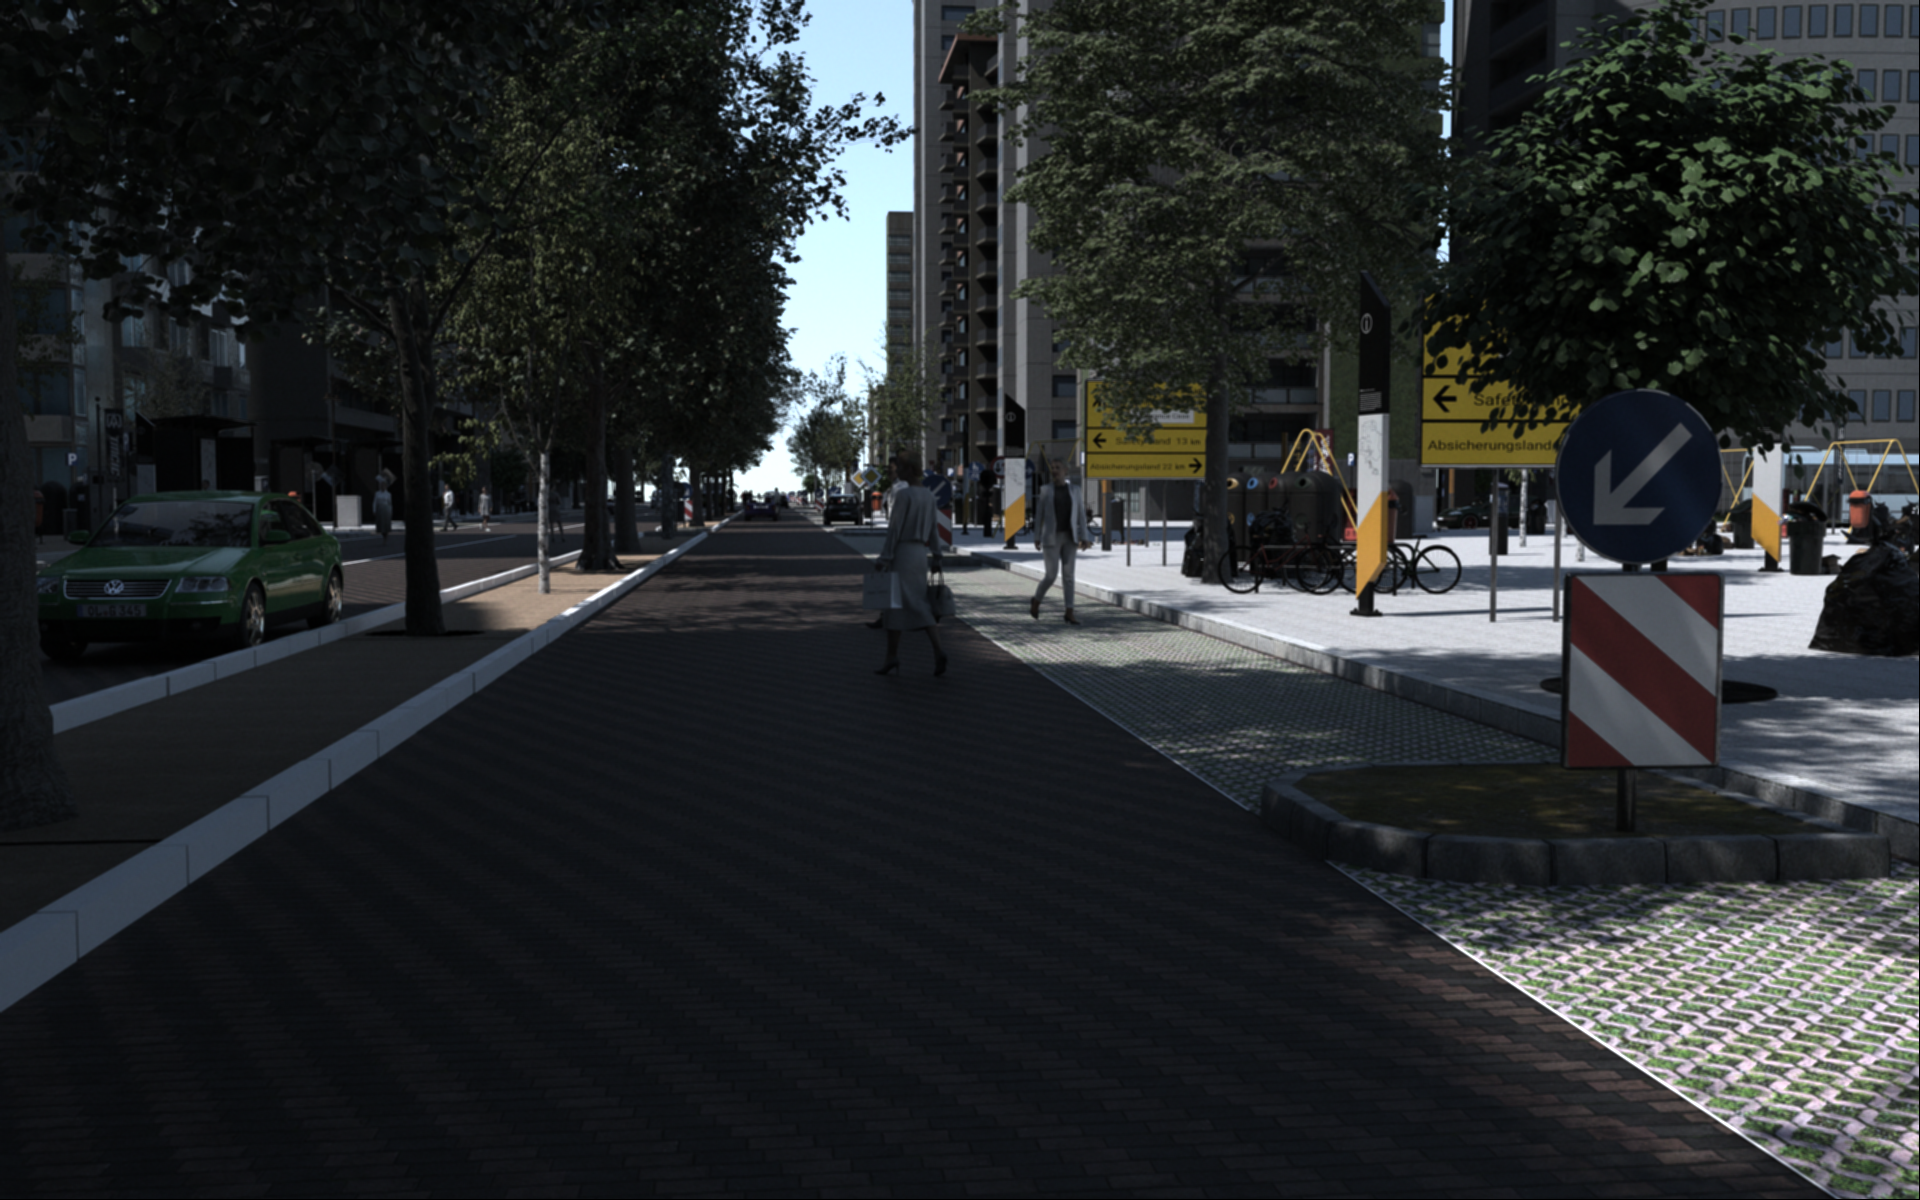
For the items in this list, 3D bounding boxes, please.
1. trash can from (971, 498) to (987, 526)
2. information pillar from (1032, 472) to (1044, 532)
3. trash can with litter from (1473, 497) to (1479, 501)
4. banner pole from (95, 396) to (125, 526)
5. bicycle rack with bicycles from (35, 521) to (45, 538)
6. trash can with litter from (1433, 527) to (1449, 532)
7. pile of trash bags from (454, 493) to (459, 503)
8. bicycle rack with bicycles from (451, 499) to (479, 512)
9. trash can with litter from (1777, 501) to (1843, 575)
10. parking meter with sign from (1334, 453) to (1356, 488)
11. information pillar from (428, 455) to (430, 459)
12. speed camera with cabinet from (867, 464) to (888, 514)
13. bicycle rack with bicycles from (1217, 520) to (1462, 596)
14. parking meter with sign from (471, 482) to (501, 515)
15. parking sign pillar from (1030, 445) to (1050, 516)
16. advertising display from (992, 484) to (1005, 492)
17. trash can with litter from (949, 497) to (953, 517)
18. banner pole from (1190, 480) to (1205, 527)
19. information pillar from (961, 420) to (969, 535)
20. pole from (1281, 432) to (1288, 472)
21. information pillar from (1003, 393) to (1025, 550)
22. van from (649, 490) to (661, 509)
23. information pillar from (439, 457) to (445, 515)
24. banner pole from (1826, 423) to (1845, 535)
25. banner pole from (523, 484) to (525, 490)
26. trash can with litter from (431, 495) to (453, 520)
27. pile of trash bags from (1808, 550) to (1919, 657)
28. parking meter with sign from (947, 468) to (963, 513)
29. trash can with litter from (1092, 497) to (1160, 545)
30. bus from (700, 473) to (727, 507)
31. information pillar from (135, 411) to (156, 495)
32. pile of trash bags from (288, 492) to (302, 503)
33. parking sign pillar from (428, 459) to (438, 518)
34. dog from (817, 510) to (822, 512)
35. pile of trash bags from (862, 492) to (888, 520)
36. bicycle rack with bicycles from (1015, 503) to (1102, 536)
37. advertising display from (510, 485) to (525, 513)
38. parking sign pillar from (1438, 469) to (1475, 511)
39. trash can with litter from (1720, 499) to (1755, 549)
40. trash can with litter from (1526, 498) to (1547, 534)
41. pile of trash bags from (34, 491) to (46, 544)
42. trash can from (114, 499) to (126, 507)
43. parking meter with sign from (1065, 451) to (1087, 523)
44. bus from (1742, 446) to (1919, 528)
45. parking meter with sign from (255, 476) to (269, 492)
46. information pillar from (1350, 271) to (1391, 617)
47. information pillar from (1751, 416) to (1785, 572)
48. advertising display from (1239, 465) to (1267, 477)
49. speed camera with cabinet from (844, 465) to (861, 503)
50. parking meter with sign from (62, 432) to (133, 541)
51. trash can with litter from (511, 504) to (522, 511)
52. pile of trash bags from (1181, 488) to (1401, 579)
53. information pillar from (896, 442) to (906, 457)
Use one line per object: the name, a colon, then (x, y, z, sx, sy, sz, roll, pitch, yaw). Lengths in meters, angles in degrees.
trash can: (0.793, -3.620, 70.837, 0.748, 1.137, 0.748, 0, 3, 0)
information pillar: (2.606, -3.274, 58.017, 0.304, 2.012, 0.304, -2, 4, -30)
trash can with litter: (22.066, -3.764, 72.930, 1.055, 1.170, 0.624, -1, 4, -21)
banner pole: (-21.921, -3.339, 44.617, 0.401, 3.779, 0.863, 3, 5, 42)
bicycle rack with bicycles: (-28.156, -2.216, 49.617, 2.925, 0.926, 2.852, -1, 4, -10)
trash can with litter: (15.927, -2.937, 59.079, 2.233, 1.210, 1.678, -2, 4, -29)
pile of trash bags: (-39.087, -7.842, 137.971, 3.447, 1.369, 1.912, 2, 4, 31)
bicycle rack with bicycles: (-35.697, -6.734, 123.478, 2.925, 0.926, 2.852, -2, 4, -25)
trash can with litter: (13.581, -0.992, 27.605, 1.055, 1.170, 0.624, -2, 4, -34)
parking meter with sign: (15.767, -4.693, 72.985, 1.738, 3.016, 0.543, -1, 4, -17)
information pillar: (-29.814, -6.473, 97.193, 0.183, 3.616, 0.504, -2, 4, -26)
speed camera with cabinet: (-5.363, -7.256, 112.979, 0.660, 3.252, 2.038, -2, 4, -28)
bicycle rack with bicycles: (5.094, -0.574, 22.767, 2.925, 0.926, 2.852, 1, 4, 23)
parking meter with sign: (-28.940, -6.689, 105.632, 1.738, 3.016, 0.543, 0, 3, 0)
parking sign pillar: (4.598, -6.533, 95.284, 1.447, 3.967, 1.447, 0, 4, -6)
advertising display: (2.602, -6.588, 112.923, 0.974, 1.923, 0.123, 0, 4, 1)
trash can with litter: (-0.642, -4.501, 84.985, 0.624, 1.170, 1.055, 0, 4, 0)
banner pole: (9.433, -4.785, 68.246, 0.401, 3.779, 0.863, -3, 4, -37)
information pillar: (0.183, -3.876, 54.725, 0.183, 3.616, 0.504, -1, 4, -13)
pole: (10.719, -3.879, 57.266, 0.158, 3.312, 0.155, 0, 3, 0)
information pillar: (1.258, -2.979, 40.053, 0.504, 3.616, 0.183, 0, 4, 6)
van: (-30.102, -10.176, 173.392, 2.013, 2.044, 4.112, -1, 4, -8)
information pillar: (-31.273, -6.919, 104.484, 0.504, 3.616, 0.183, 3, 5, 41)
banner pole: (27.641, -3.945, 54.524, 0.401, 3.779, 0.863, 0, 4, 5)
banner pole: (-34.769, -8.983, 136.892, 0.863, 3.779, 0.401, 1, 4, 17)
trash can with litter: (-26.726, -4.641, 86.938, 2.233, 1.210, 1.678, 1, 4, 9)
pile of trash bags: (8.851, -0.268, 14.134, 3.447, 1.369, 1.912, -1, 4, -21)
parking meter with sign: (-0.138, -7.404, 117.309, 0.543, 3.016, 1.738, 2, 4, 35)
trash can with litter: (4.153, -2.023, 44.129, 1.678, 1.210, 2.233, -2, 4, -34)
bus: (-27.012, -12.125, 189.797, 2.896, 3.916, 12.252, 0, 4, -8)
information pillar: (-22.879, -3.505, 48.669, 0.504, 3.616, 0.183, 0, 4, -2)
pile of trash bags: (-26.123, -3.464, 66.389, 1.912, 1.369, 3.447, 0, 4, 2)
parking sign pillar: (-29.139, -6.465, 94.181, 1.447, 3.967, 1.447, 1, 4, 15)
dog: (-11.173, -7.334, 136.744, 0.800, 0.831, 0.513, -2, 4, -30)
pile of trash bags: (-3.071, -4.572, 84.504, 3.447, 1.369, 1.912, 3, 5, 42)
bicycle rack with bicycles: (3.135, -2.503, 54.310, 2.925, 0.926, 2.852, 0, 4, 7)
advertising display: (-30.161, -6.896, 117.961, 0.974, 1.923, 0.123, -1, 4, -15)
parking sign pillar: (21.354, -5.242, 74.173, 1.447, 3.967, 1.447, 0, 4, 4)
trash can with litter: (18.072, -1.768, 40.291, 1.055, 1.170, 0.624, -1, 4, -13)
trash can with litter: (18.253, -2.681, 55.225, 0.624, 1.170, 1.055, -1, 4, -12)
pile of trash bags: (-24.967, -2.128, 44.550, 3.447, 1.369, 1.912, 1, 4, 17)
trash can: (-22.373, -2.143, 46.695, 0.748, 1.137, 0.748, 0, 3, 0)
parking meter with sign: (4.546, -4.521, 70.178, 1.738, 3.016, 0.543, -3, 5, -44)
bus: (37.758, -4.483, 68.150, 13.247, 3.499, 2.948, 0, 4, -6)
parking meter with sign: (-30.164, -4.789, 74.561, 1.738, 3.016, 0.543, 1, 4, 22)
information pillar: (4.305, -1.634, 18.070, 0.183, 3.616, 0.504, -1, 4, -18)
information pillar: (13.327, -2.273, 28.518, 0.183, 3.616, 0.504, -3, 4, -38)
advertising display: (6.588, -2.067, 39.005, 0.123, 1.923, 0.974, 3, 5, 43)
speed camera with cabinet: (-7.459, -7.610, 118.759, 0.660, 3.252, 2.038, 0, 4, 5)
parking meter with sign: (-23.992, -3.176, 48.184, 0.543, 3.016, 1.738, 3, 5, 44)
trash can with litter: (-32.755, -7.182, 128.491, 2.233, 1.210, 1.678, 1, 4, 19)
pile of trash bags: (5.101, -1.055, 27.007, 3.447, 1.369, 1.912, 1, 4, 16)
information pillar: (-2.621, -5.289, 77.824, 0.504, 3.616, 0.183, 2, 4, 26)
